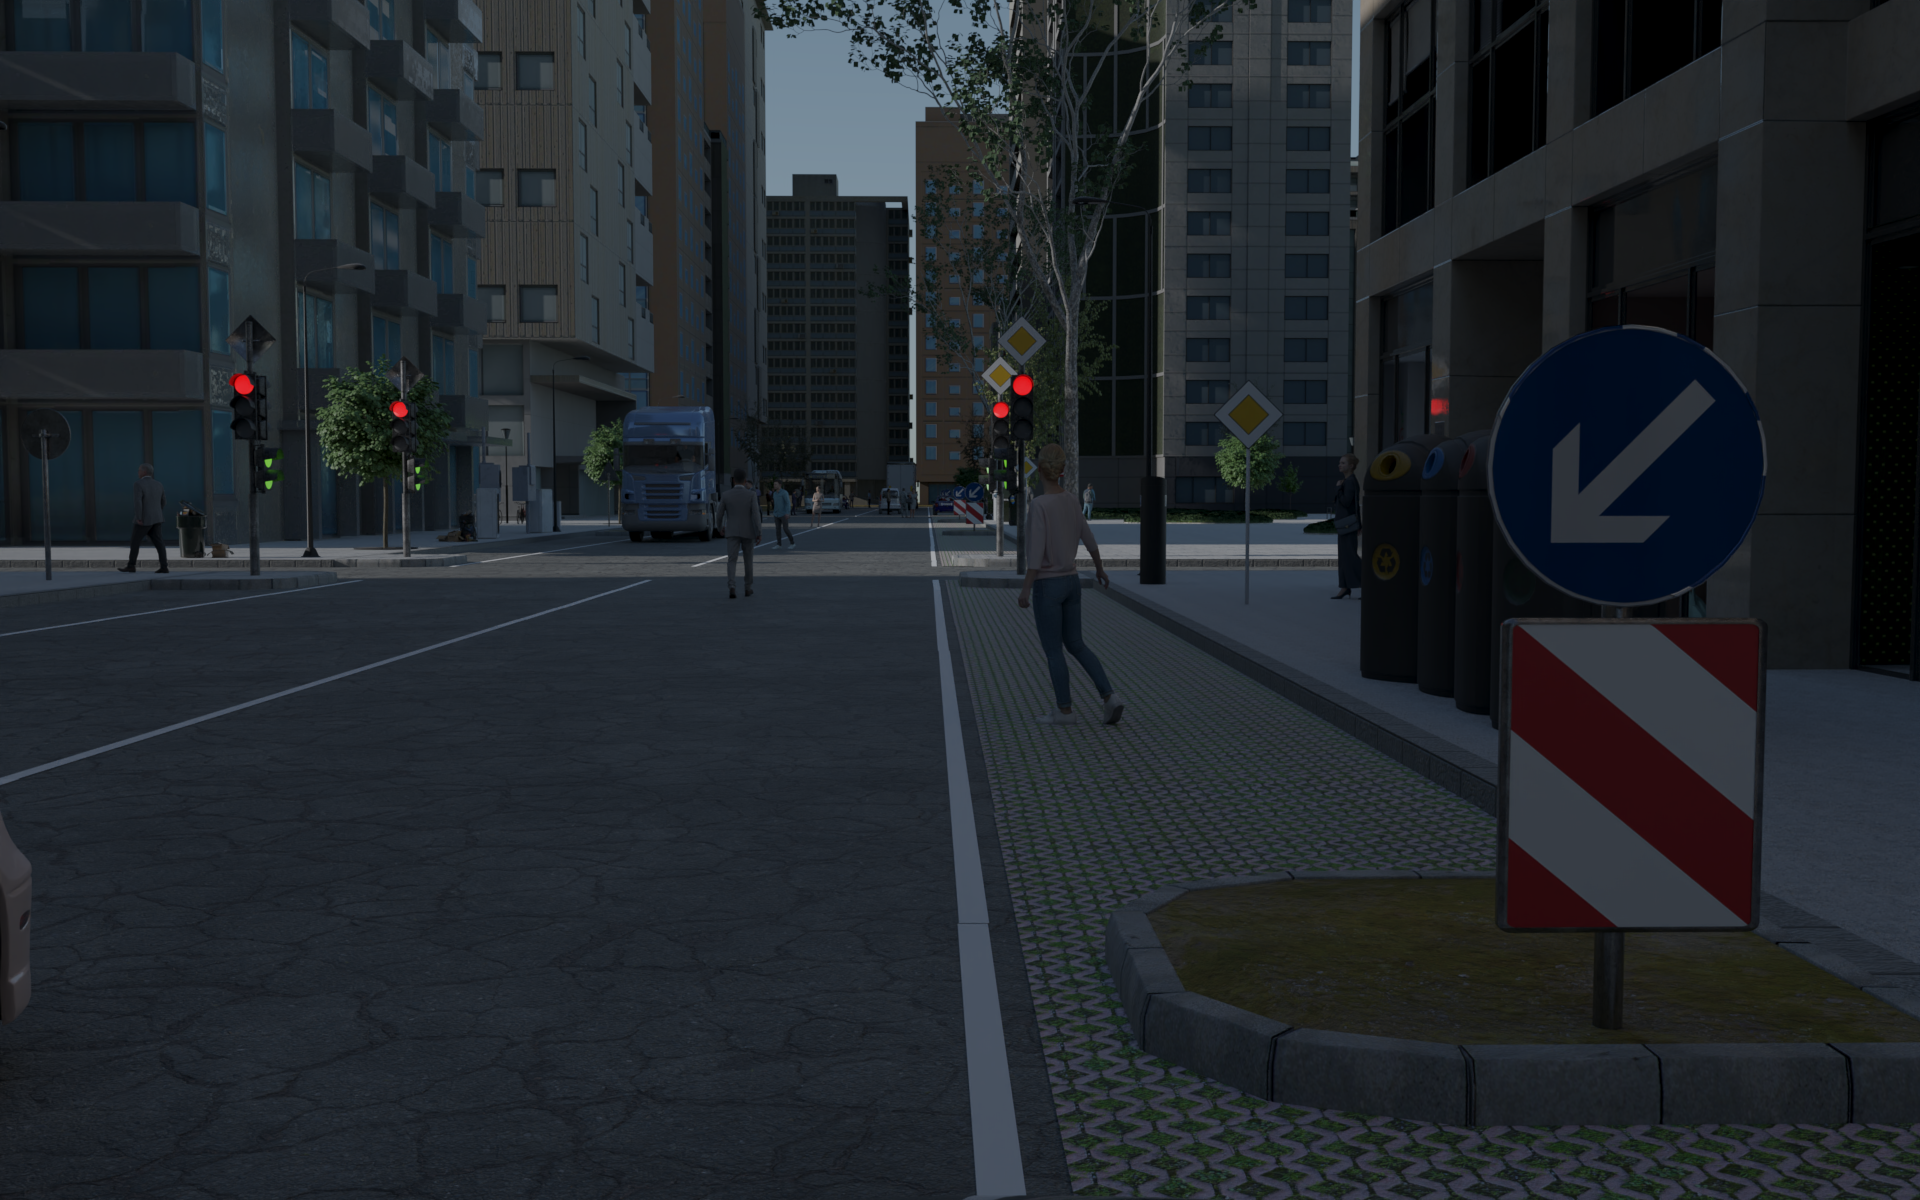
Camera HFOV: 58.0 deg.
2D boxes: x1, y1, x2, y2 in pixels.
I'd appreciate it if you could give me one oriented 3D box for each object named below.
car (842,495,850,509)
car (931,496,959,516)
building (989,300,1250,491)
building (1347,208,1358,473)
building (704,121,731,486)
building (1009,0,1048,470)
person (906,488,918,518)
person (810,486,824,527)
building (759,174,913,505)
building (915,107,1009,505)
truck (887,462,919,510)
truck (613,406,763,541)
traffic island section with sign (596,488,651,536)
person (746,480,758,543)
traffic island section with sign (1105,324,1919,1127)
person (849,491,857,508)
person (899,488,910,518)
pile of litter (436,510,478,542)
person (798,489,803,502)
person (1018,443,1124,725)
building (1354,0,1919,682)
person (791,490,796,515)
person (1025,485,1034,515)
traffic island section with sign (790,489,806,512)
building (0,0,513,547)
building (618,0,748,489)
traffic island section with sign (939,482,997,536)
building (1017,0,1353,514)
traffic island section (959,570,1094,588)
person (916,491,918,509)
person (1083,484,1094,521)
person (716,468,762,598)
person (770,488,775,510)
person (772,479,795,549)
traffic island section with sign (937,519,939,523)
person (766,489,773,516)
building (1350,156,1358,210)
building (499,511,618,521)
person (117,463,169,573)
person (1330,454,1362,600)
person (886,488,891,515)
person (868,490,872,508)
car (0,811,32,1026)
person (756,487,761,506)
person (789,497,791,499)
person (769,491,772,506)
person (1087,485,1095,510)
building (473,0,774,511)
[{"bbox_3d":[-11.315,-9.190,162.836,1.945,1.354,3.894,0,4,0],"label":"car"},{"bbox_3d":[-0.934,-6.296,115.525,1.945,1.354,3.894,0,4,-2],"label":"car"},{"bbox_3d":[17.192,-19.811,168.956,27.650,21.520,28.899,0,4,-1],"label":"building"},{"bbox_3d":[42.952,-24.840,177.829,14.107,30.474,14.160,0,4,-1],"label":"building"},{"bbox_3d":[-25.285,-22.001,131.420,14.160,30.474,14.107,0,4,-1],"label":"building"},{"bbox_3d":[15.187,-31.754,142.886,21.300,48.544,21.600,0,4,-1],"label":"building"},{"bbox_3d":[-2.889,-5.841,104.361,0.716,1.782,0.532,-1,4,-17],"label":"person"},{"bbox_3d":[-6.146,-4.016,74.510,0.599,1.781,0.374,0,4,1],"label":"person"},{"bbox_3d":[-17.823,-31.871,212.966,23.993,40.220,32.217,0,4,-1],"label":"building"},{"bbox_3d":[1.935,-33.864,203.794,14.200,45.320,14.600,0,4,-1],"label":"building"},{"bbox_3d":[-5.227,-10.298,157.290,2.839,4.237,11.283,0,4,0],"label":"truck"},{"bbox_3d":[-8.836,-4.238,59.054,2.967,4.110,18.799,0,4,-1],"label":"truck"},{"bbox_3d":[-11.443,-3.137,59.925,1.989,1.847,2.006,0,4,-1],"label":"traffic island section with sign"},{"bbox_3d":[-6.220,-2.629,51.296,0.447,1.846,0.655,-1,4,-17],"label":"person"},{"bbox_3d":[1.447,0.231,4.845,1.989,1.847,2.006,0,4,-1],"label":"traffic island section with sign"},{"bbox_3d":[-11.349,-10.680,183.651,0.617,1.759,0.750,3,5,41],"label":"person"},{"bbox_3d":[-3.406,-5.902,105.103,0.635,1.810,0.391,2,4,23],"label":"person"},{"bbox_3d":[-13.564,-2.006,46.770,1.176,0.858,1.719,0,4,-2],"label":"pile of litter"},{"bbox_3d":[-15.778,-10.060,170.977,0.683,1.767,0.568,1,4,10],"label":"person"},{"bbox_3d":[0.745,-0.093,10.689,0.598,1.740,0.731,2,4,29],"label":"person"},{"bbox_3d":[15.458,-12.375,6.850,19.350,26.468,34.151,0,4,-1],"label":"building"},{"bbox_3d":[-11.118,-6.515,115.946,0.530,1.710,0.541,0,4,6],"label":"person"},{"bbox_3d":[3.047,-4.381,77.781,0.679,1.850,0.850,3,4,39],"label":"person"},{"bbox_3d":[-12.933,-7.894,137.690,1.989,1.847,2.006,0,4,-1],"label":"traffic island section with sign"},{"bbox_3d":[-28.144,-26.547,53.652,23.786,49.044,30.456,0,4,-1],"label":"building"},{"bbox_3d":[-25.641,-30.316,145.777,14.600,45.320,14.200,0,4,-1],"label":"building"},{"bbox_3d":[0.378,-3.151,60.141,1.989,1.847,2.006,0,4,-1],"label":"traffic island section with sign"},{"bbox_3d":[14.803,-41.757,120.971,20.563,71.187,20.611,0,4,-1],"label":"building"},{"bbox_3d":[0.997,-0.323,27.563,2.009,0.180,2.903,0,4,-1],"label":"traffic island section"},{"bbox_3d":[-4.237,-9.666,167.339,0.445,1.727,0.742,0,4,-3],"label":"person"},{"bbox_3d":[6.124,-4.665,82.665,0.623,1.781,0.721,2,4,34],"label":"person"},{"bbox_3d":[-3.061,-0.931,23.998,0.678,1.792,0.850,0,4,1],"label":"person"},{"bbox_3d":[-15.462,-8.341,142.975,0.434,1.755,0.990,-1,4,-20],"label":"person"},{"bbox_3d":[-4.604,-2.243,45.185,0.660,1.820,0.620,3,5,41],"label":"person"},{"bbox_3d":[-0.138,-4.799,87.091,1.989,1.847,2.006,0,4,-1],"label":"traffic island section with sign"},{"bbox_3d":[-12.457,-6.384,113.405,0.721,1.766,1.217,-1,4,-22],"label":"person"},{"bbox_3d":[45.105,-31.843,204.233,14.086,41.232,14.154,0,4,-1],"label":"building"},{"bbox_3d":[-31.799,-30.834,93.382,28.713,52.752,27.495,0,4,-1],"label":"building"},{"bbox_3d":[-13.226,-1.322,28.059,0.834,1.777,0.661,1,4,11],"label":"person"},{"bbox_3d":[4.779,-0.894,21.088,0.534,1.772,0.576,0,4,-3],"label":"person"},{"bbox_3d":[-4.872,-6.760,119.043,0.705,1.823,1.348,0,4,-3],"label":"person"},{"bbox_3d":[-9.520,-10.663,182.827,0.705,1.826,1.348,0,4,4],"label":"person"},{"bbox_3d":[-3.094,0.618,2.258,2.083,1.381,4.827,0,4,-2],"label":"car"},{"bbox_3d":[-15.424,-7.676,131.414,0.709,1.838,0.599,-1,4,-23],"label":"person"},{"bbox_3d":[-18.187,-10.513,181.147,0.991,1.433,0.599,0,4,-4],"label":"person"},{"bbox_3d":[-20.395,-10.959,185.084,0.599,1.838,0.709,3,4,38],"label":"person"},{"bbox_3d":[7.356,-5.683,98.820,0.638,1.841,0.748,2,4,27],"label":"person"},{"bbox_3d":[-32.976,-35.397,167.981,27.495,52.752,28.713,0,4,-1],"label":"building"}]
